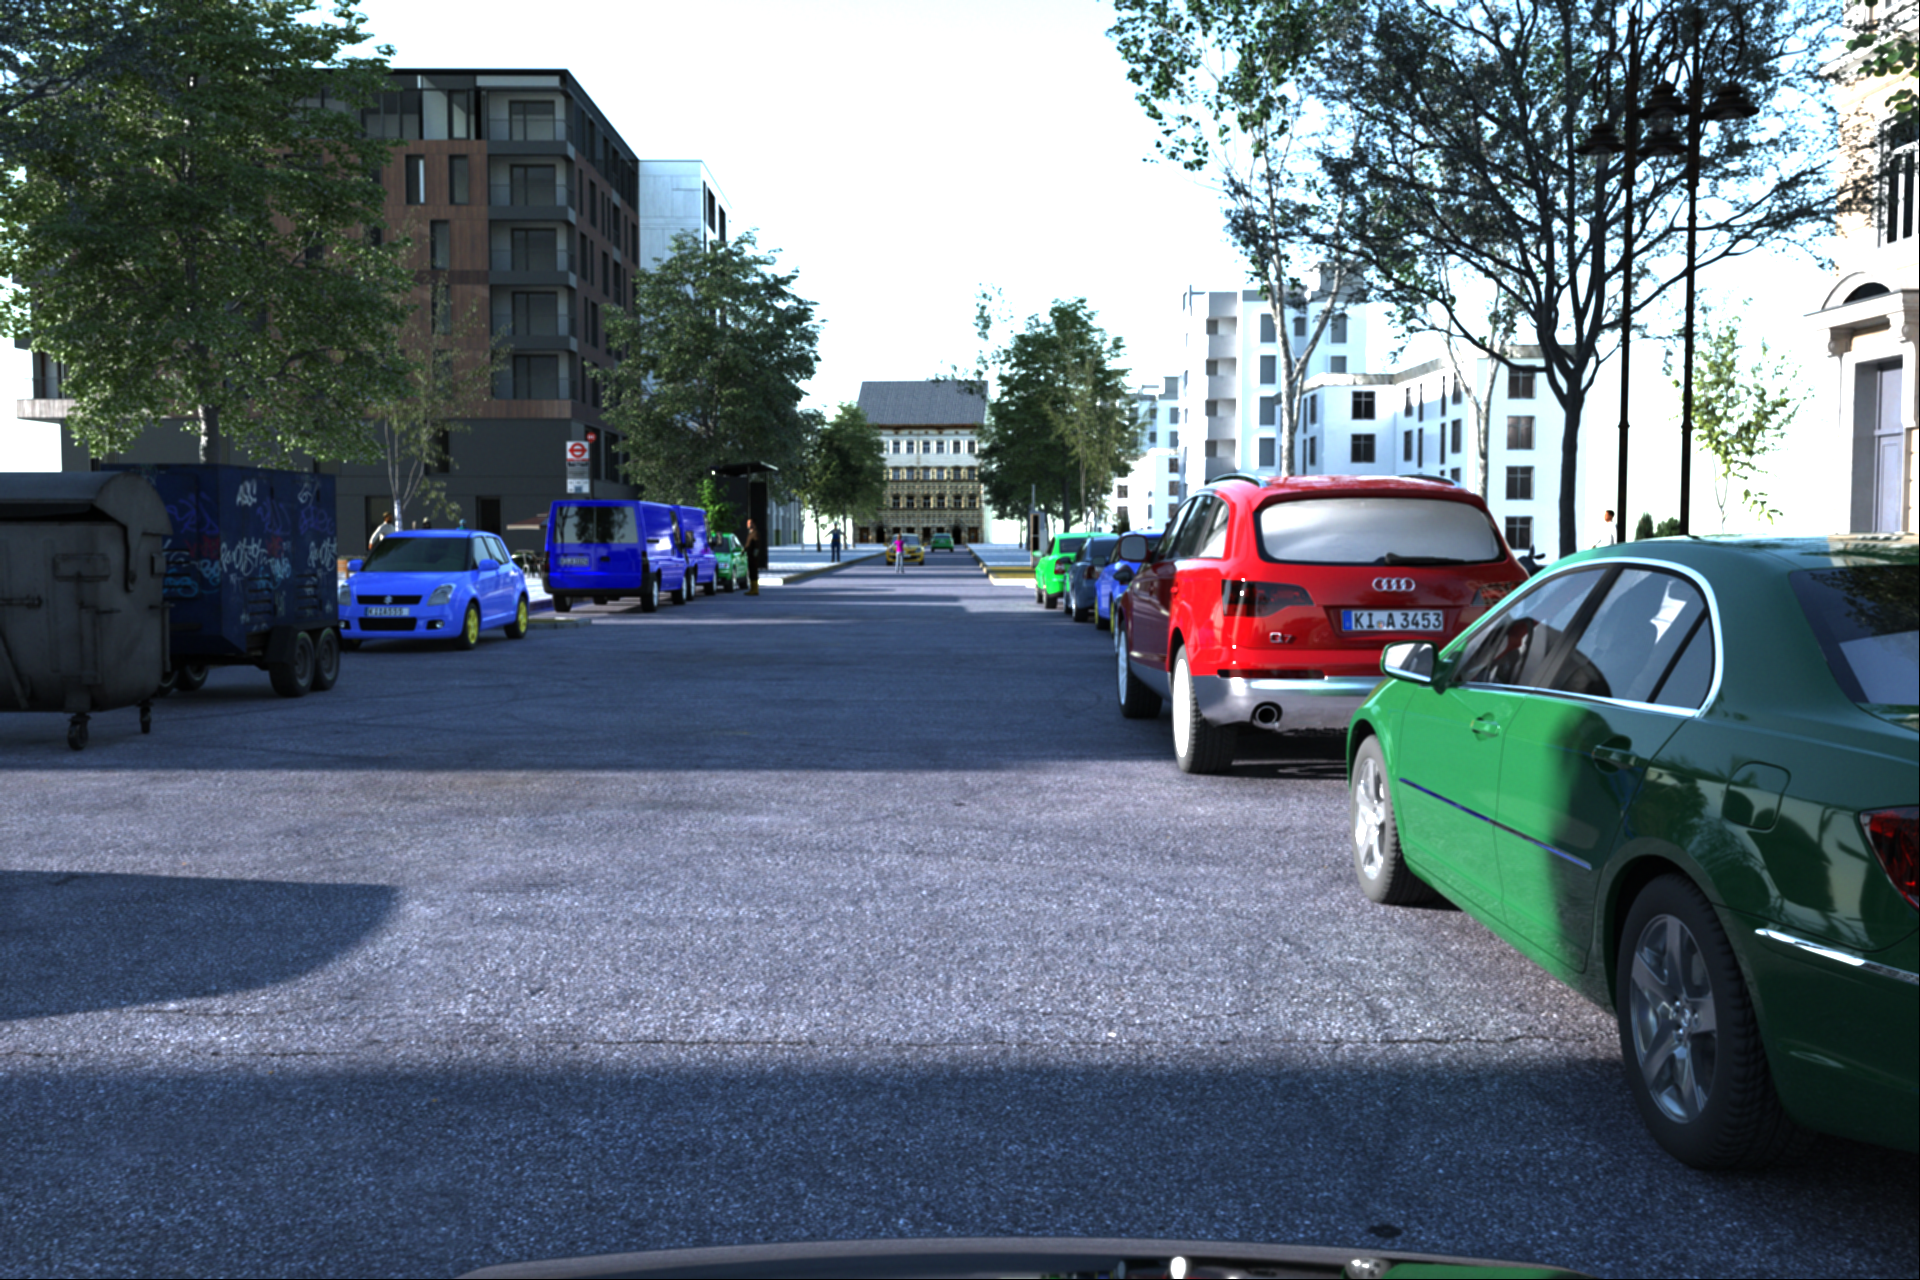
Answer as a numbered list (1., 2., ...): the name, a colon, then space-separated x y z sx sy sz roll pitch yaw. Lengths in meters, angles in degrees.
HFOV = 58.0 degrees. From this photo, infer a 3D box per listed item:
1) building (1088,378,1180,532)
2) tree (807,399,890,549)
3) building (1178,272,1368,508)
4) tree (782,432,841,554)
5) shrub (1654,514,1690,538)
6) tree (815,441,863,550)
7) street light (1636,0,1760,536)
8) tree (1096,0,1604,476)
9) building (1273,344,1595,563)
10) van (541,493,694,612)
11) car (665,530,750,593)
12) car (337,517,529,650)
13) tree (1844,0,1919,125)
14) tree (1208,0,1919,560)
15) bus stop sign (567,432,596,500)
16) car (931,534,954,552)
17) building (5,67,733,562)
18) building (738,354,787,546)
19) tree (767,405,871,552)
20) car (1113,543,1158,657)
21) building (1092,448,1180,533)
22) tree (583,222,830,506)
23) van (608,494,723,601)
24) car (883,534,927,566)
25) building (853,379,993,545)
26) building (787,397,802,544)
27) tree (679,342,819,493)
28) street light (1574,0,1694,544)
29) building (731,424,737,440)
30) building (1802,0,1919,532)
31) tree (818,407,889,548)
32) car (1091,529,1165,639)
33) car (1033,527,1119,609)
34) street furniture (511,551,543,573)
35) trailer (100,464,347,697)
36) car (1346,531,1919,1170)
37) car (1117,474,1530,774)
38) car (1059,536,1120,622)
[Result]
1. building: 21.323 -22.162 218.760 16.016 20.090 11.380 0 4 -1
2. tree: -9.659 -13.881 145.073 7.486 12.596 7.792 0 3 0
3. building: 21.858 -16.854 131.979 16.016 20.090 11.380 0 4 -1
4. tree: -10.107 -9.936 112.818 4.737 8.622 4.395 0 3 0
5. shrub: 28.054 -3.934 68.368 1.661 2.075 1.752 0 3 0
6. tree: -9.545 -11.411 136.924 4.737 8.622 4.395 0 3 0
7. street light: 6.472 -2.605 15.378 0.468 5.910 1.993 0 4 0
8. tree: 9.908 -11.638 46.164 12.611 20.169 13.585 0 3 0
9. building: 23.437 -9.082 90.637 9.099 9.664 28.070 0 3 0
10. van: -6.501 -1.774 33.391 2.240 2.365 5.245 0 4 0
11. car: -6.393 -2.139 43.770 1.959 1.807 4.718 0 3 0
12. car: -6.834 -0.789 22.483 1.945 1.707 3.694 0 4 0
13. tree: 9.051 -6.255 8.928 9.857 13.997 8.962 0 3 0
14. tree: 9.165 -7.062 25.831 12.009 13.543 11.850 0 3 0
15. bus stop sign: -9.886 -3.476 45.536 0.855 3.939 0.416 0 4 1
16. car: -1.420 -7.900 137.962 1.959 1.807 4.718 0 4 -1
17. building: -27.966 -15.205 92.571 27.936 21.610 32.646 0 4 -1
18. building: -28.070 -19.336 182.604 16.747 18.905 31.486 0 4 -1
19. tree: -10.349 -11.666 125.159 8.767 10.594 7.601 -2 4 -35
20. car: 2.670 -0.381 18.240 2.014 1.417 4.499 0 4 -1
21. building: 19.607 -14.783 183.847 9.099 9.664 28.070 0 4 0
22. tree: -10.017 -10.017 70.427 9.857 13.997 8.962 0 3 0
23. van: -6.644 -2.102 38.757 2.240 2.365 5.245 0 4 0
24. car: -2.502 -4.247 79.659 2.015 1.641 3.980 0 4 0
25. building: -4.902 -25.209 245.554 18.063 23.208 19.493 0 4 5
26. building: -29.634 -21.554 218.870 16.747 18.905 31.486 0 4 -1
27. tree: -10.149 -9.039 82.196 7.601 10.594 8.767 0 4 3
28. street light: 5.889 -2.601 15.320 0.468 5.910 1.993 0 3 0
29. building: -26.943 -15.991 127.903 16.747 18.905 31.486 0 4 0
30. building: 24.313 -14.675 25.836 13.634 28.700 20.117 0 4 0
31. tree: -9.920 -14.438 154.195 7.486 12.596 7.792 0 3 0
32. car: 2.881 -0.935 24.875 1.945 1.707 3.694 0 4 -1
33. car: 2.469 -1.573 34.523 1.959 1.807 4.718 0 4 -1
34. street furniture: -13.561 -2.703 59.827 5.734 0.657 10.072 0 4 -6
35. trailer: -6.481 -0.474 14.794 1.471 1.999 3.904 0 4 0
36. car: 2.513 0.395 5.343 2.131 1.459 4.920 0 4 -1
37. car: 2.297 -0.198 11.918 2.281 1.827 5.304 0 4 -1
38. car: 2.724 -1.074 29.558 2.014 1.417 4.499 0 4 0
